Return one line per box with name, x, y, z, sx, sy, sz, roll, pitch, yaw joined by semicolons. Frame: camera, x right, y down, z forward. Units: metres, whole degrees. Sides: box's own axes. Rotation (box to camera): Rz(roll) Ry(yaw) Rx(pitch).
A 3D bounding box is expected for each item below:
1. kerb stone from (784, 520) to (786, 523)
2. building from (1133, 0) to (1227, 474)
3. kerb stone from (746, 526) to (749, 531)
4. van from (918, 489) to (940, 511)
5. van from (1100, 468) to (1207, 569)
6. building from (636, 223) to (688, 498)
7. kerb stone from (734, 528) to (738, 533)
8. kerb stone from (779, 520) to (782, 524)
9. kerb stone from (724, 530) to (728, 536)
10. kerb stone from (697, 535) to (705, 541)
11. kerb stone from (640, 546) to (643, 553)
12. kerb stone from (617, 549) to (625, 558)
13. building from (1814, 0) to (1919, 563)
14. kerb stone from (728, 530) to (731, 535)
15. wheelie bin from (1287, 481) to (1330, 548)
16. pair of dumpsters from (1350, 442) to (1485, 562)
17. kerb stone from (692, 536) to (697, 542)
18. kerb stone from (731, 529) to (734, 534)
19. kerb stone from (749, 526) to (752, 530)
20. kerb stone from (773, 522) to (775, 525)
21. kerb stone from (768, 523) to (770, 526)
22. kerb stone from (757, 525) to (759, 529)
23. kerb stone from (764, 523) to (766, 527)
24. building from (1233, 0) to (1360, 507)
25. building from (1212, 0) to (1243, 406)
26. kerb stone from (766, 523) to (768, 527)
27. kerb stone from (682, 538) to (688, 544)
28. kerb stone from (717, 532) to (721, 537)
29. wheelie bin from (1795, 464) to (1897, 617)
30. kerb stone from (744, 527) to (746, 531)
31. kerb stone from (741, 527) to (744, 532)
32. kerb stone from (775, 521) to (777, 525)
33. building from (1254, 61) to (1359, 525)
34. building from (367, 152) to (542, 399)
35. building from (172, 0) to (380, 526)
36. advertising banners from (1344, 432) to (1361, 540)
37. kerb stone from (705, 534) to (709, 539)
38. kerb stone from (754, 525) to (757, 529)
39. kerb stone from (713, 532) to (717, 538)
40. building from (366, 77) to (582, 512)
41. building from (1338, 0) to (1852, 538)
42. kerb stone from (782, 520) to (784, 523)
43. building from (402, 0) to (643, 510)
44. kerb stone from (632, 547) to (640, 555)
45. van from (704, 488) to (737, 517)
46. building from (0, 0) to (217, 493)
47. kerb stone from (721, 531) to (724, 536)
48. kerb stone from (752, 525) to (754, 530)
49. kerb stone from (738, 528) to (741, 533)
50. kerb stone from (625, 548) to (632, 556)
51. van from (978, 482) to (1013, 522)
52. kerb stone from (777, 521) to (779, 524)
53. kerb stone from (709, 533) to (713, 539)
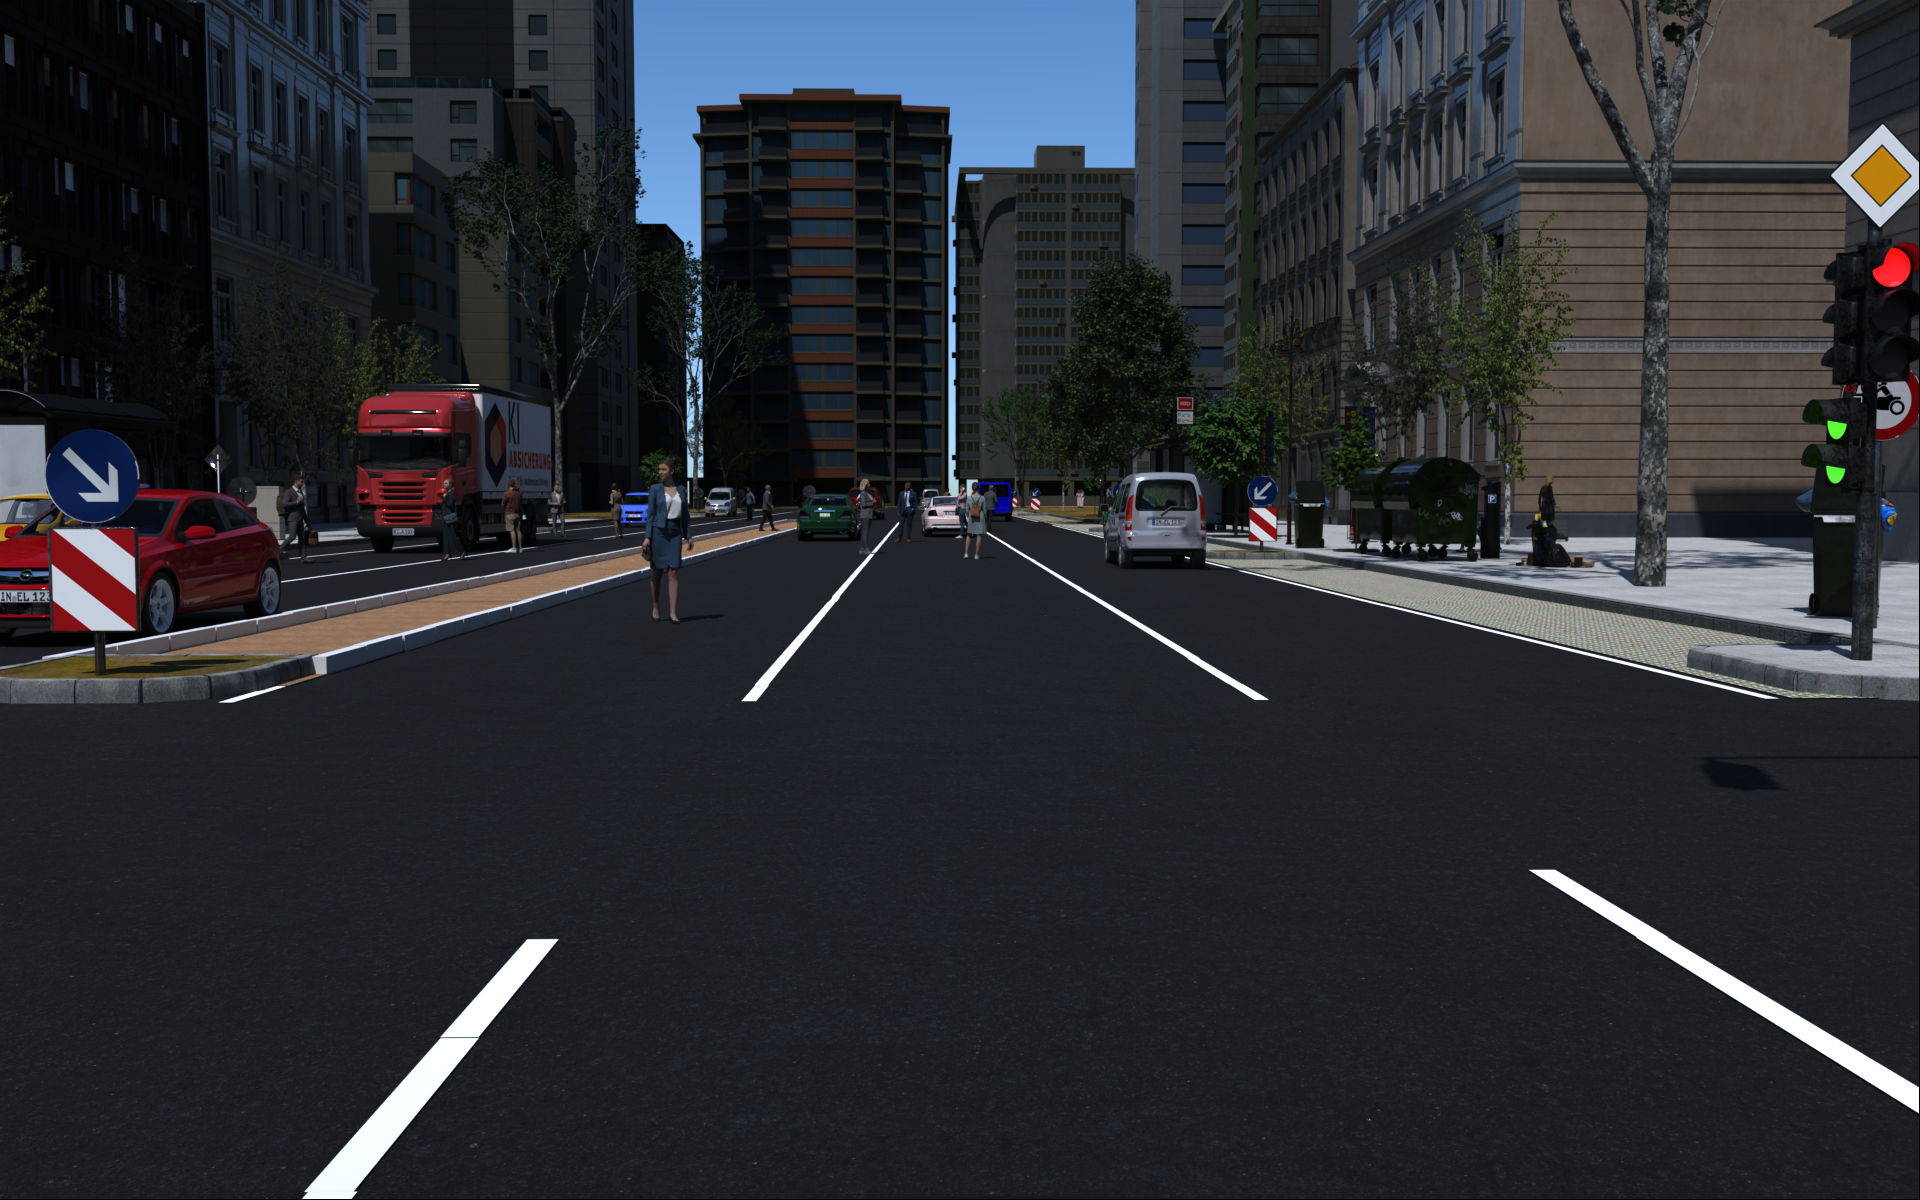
kerb stone;-8.668;-3.772;83.863;0.120;0.150;1.000;0;4;-1
building;24.904;-36.696;141.973;21.231;58.520;28.212;0;4;-1
kerb stone;-8.296;-2.704;66.401;0.120;0.150;1.000;0;4;-1
van;-2.537;-8.623;147.998;2.013;2.044;4.112;0;4;-3
van;3.863;-1.692;34.670;2.013;2.044;4.112;0;4;-1
building;-37.295;-25.383;186.719;14.107;30.474;14.160;0;4;-1
kerb stone;-8.202;-2.453;62.298;0.120;0.150;1.000;0;4;-1
kerb stone;-8.613;-3.646;81.803;0.120;0.150;1.000;0;4;-1
kerb stone;-8.137;-2.264;59.228;0.120;0.150;1.000;0;4;-1
kerb stone;-8.006;-1.889;53.087;0.120;0.150;1.000;0;4;-1
kerb stone;-7.772;-1.197;41.807;0.120;0.150;1.000;0;4;-1
kerb stone;-7.702;-1.009;38.727;0.120;0.150;1.000;0;4;-1
building;28.987;-14.730;28.229;23.554;28.519;14.401;0;4;-1
kerb stone;-8.155;-2.328;60.252;0.120;0.150;1.000;0;4;-1
wheelie bin;8.250;-2.031;41.114;0.980;1.594;0.693;0;4;-1
pair of dumpsters;9.150;-1.976;34.796;1.574;2.255;4.437;0;4;-1
kerb stone;-7.960;-1.764;51.037;0.120;0.150;1.000;0;4;-1
kerb stone;-8.191;-2.390;61.273;0.120;0.150;1.000;0;4;-1
kerb stone;-8.313;-2.766;67.423;0.120;0.150;1.000;0;4;-1
kerb stone;-8.526;-3.394;77.687;0.120;0.150;1.000;0;4;-1
kerb stone;-8.504;-3.332;76.665;0.120;0.150;1.000;0;4;-1
kerb stone;-8.379;-2.955;70.515;0.120;0.150;1.000;0;4;-1
kerb stone;-8.441;-3.144;73.592;0.120;0.150;1.000;0;4;-1
building;22.459;-19.939;97.699;14.160;30.474;14.107;0;4;-1
building;31.092;-25.977;116.603;32.217;40.220;23.993;0;4;-1
kerb stone;-8.466;-3.206;74.614;0.120;0.150;1.000;0;4;-1
kerb stone;-7.941;-1.701;50.009;0.120;0.150;1.000;0;4;-1
kerb stone;-8.095;-2.134;57.185;0.120;0.150;1.000;0;4;-1
wheelie bin;9.346;-0.635;18.284;0.980;1.594;0.693;2;4;35
kerb stone;-8.272;-2.640;65.373;0.120;0.150;1.000;0;4;-1
kerb stone;-8.242;-2.578;64.351;0.120;0.150;1.000;0;4;-1
kerb stone;-8.552;-3.457;78.717;0.120;0.150;1.000;0;4;-1
building;20.069;-14.107;79.792;9.793;20.994;18.267;0;4;-1
building;-41.763;-15.717;102.014;27.650;21.520;28.899;0;4;-1
building;-33.619;-17.459;71.366;13.634;28.700;20.117;0;4;-1
advertising banners;10.917;-3.172;48.042;0.090;3.025;2.074;0;4;-3
kerb stone;-8.030;-1.952;54.115;0.120;0.150;1.000;0;4;-1
kerb stone;-8.351;-2.892;69.482;0.120;0.150;1.000;0;4;-1
kerb stone;-8.077;-2.077;56.162;0.120;0.150;1.000;0;4;-1
building;-35.631;-21.529;123.698;14.160;30.474;14.107;0;4;-1
building;22.273;-16.763;59.976;13.634;28.700;20.117;0;4;-1
kerb stone;-8.638;-3.708;82.829;0.120;0.150;1.000;0;4;-1
building;-38.871;-43.212;144.766;20.611;71.187;20.563;0;4;-1
kerb stone;-7.745;-1.137;40.785;0.120;0.150;1.000;0;4;-1
van;-15.170;-6.297;109.966;2.013;2.044;4.112;0;4;-1
building;-32.669;-13.695;53.598;12.332;23.373;15.834;0;4;-1
kerb stone;-8.118;-2.203;58.206;0.120;0.150;1.000;0;4;-1
kerb stone;-8.336;-2.829;68.447;0.120;0.150;1.000;0;4;-1
kerb stone;-8.223;-2.515;63.320;0.120;0.150;1.000;0;4;-1
kerb stone;-7.721;-1.074;39.754;0.120;0.150;1.000;0;4;-1
van;1.767;-5.351;91.866;2.240;2.365;5.245;0;3;0
kerb stone;-8.570;-3.510;79.744;0.120;0.150;1.000;0;4;-1
kerb stone;-8.053;-2.011;55.140;0.120;0.150;1.000;0;4;-1
